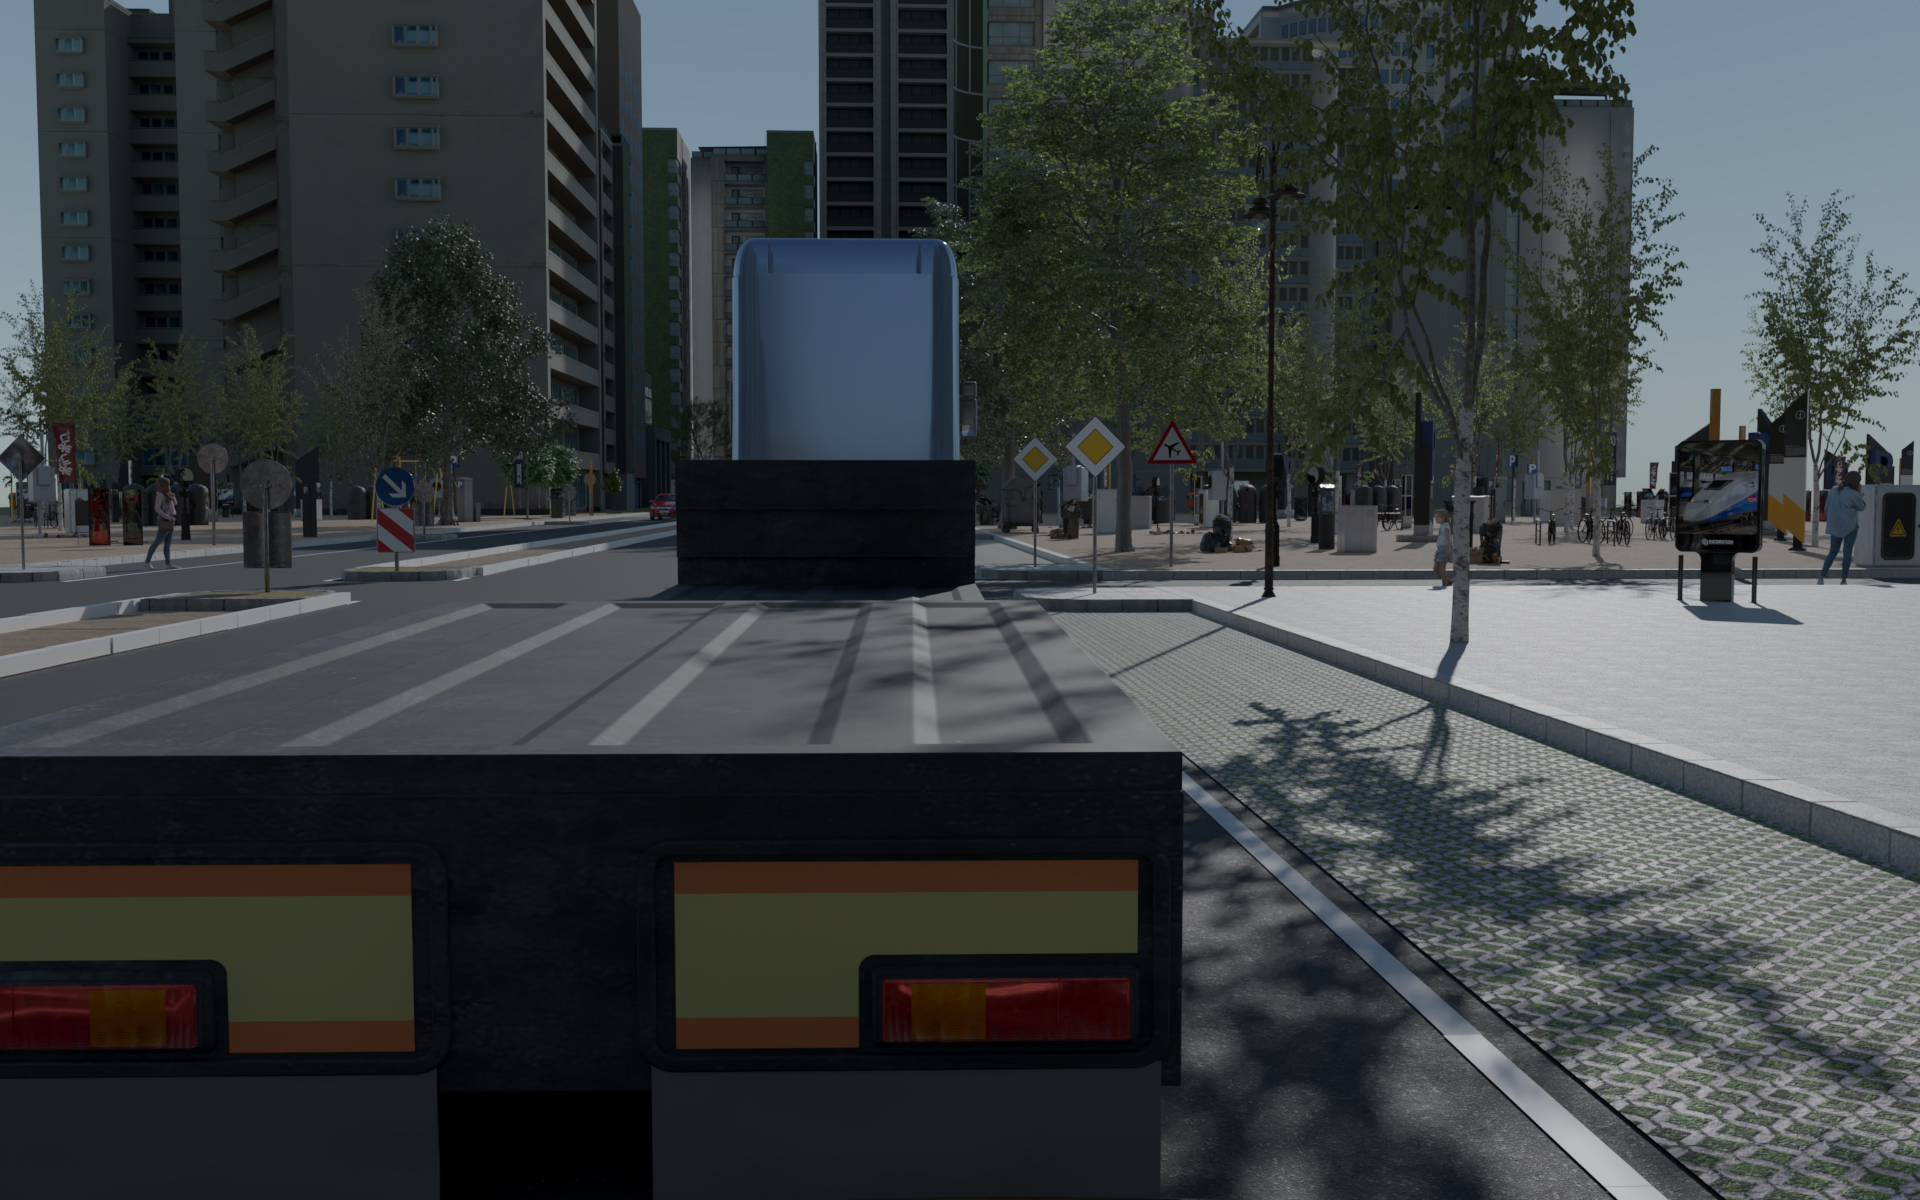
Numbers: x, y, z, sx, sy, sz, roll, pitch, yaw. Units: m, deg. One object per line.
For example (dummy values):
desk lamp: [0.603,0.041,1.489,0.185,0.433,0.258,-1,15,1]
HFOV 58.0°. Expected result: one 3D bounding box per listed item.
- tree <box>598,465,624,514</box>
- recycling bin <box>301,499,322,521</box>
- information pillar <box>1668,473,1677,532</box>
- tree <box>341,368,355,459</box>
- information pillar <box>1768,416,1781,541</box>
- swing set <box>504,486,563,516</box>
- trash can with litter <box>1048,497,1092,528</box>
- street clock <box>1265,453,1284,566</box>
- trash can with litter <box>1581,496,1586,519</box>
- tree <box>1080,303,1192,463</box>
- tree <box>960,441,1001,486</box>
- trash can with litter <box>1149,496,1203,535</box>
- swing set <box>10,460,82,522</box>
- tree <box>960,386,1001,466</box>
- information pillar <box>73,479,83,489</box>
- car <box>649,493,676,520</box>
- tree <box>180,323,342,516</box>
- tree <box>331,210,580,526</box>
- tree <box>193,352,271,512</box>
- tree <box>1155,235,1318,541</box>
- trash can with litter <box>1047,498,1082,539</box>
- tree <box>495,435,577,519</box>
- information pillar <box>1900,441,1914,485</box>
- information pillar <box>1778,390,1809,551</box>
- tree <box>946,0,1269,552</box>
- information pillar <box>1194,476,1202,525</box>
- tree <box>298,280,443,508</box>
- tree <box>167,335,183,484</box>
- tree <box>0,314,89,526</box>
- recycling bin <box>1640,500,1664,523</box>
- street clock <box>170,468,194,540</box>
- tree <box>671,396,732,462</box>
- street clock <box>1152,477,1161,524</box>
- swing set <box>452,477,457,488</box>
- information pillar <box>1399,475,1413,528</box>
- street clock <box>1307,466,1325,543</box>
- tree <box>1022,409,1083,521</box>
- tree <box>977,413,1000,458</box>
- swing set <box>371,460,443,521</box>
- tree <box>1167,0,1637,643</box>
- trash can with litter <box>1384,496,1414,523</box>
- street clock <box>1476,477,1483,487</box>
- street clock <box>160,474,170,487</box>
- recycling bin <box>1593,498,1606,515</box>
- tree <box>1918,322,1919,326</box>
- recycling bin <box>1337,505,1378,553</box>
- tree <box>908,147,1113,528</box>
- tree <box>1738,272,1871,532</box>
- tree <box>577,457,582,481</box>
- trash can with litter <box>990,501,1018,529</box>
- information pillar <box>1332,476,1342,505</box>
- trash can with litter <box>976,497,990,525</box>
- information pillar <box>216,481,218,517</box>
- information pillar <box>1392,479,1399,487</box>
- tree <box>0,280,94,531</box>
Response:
tree: [-22.726,-7.294,113.852,1.663,3.219,1.824,0,3,0]
recycling bin: [-30.984,-4.293,82.738,0.722,1.027,0.722,1,4,9]
information pillar: [24.465,-3.355,59.339,0.304,2.012,0.304,2,4,33]
tree: [-36.853,-9.232,101.312,4.737,8.622,4.395,0,3,0]
information pillar: [22.459,-3.434,47.494,0.504,3.616,0.183,2,4,26]
swing set: [-25.085,-6.342,101.308,3.119,2.851,2.862,0,4,-2]
trash can with litter: [4.390,-3.313,65.224,2.233,1.210,1.678,2,4,35]
street clock: [5.576,-1.601,30.748,0.358,2.002,0.471,0,4,-2]
trash can with litter: [31.847,-4.704,88.290,0.624,1.170,1.055,0,4,5]
tree: [9.134,-10.200,92.533,9.928,11.665,9.643,0,3,0]
tree: [0.508,-6.613,91.844,4.285,4.588,4.351,0,3,0]
trash can with litter: [6.987,-2.741,55.872,2.233,1.210,1.678,-1,4,-23]
swing set: [-42.265,-5.030,79.866,3.119,2.851,2.862,-2,4,-28]
tree: [1.019,-9.154,100.036,4.737,8.622,4.395,0,3,0]
information pillar: [-42.223,-4.798,82.937,0.304,2.012,0.304,0,4,7]
car: [-16.089,-5.325,96.097,2.155,1.783,4.494,0,4,-1]
tree: [-29.852,-7.578,74.259,4.737,8.622,4.395,0,3,0]
tree: [-20.862,-9.383,70.415,9.611,12.733,9.660,0,3,0]
tree: [-37.020,-8.488,89.138,4.360,8.622,3.978,0,3,0]
tree: [7.458,-5.964,47.874,4.360,8.622,3.978,0,3,0]
trash can with litter: [2.951,-2.327,49.426,1.055,1.170,0.624,3,5,41]
tree: [-22.259,-6.437,88.967,4.285,4.588,4.351,0,3,0]
information pillar: [41.286,-5.147,75.501,0.504,3.616,0.183,1,4,18]
information pillar: [18.919,-2.926,39.197,0.504,3.616,0.183,3,5,44]
tree: [3.252,-7.341,38.153,7.486,12.596,7.792,0,3,0]
information pillar: [9.752,-4.064,70.933,0.304,2.012,0.304,1,4,14]
tree: [-20.162,-6.676,59.514,4.360,8.622,3.978,0,3,0]
tree: [-35.326,-7.818,78.188,4.737,8.622,4.395,0,3,0]
tree: [-37.544,-7.334,70.277,4.360,8.622,3.978,0,3,0]
recycling bin: [30.463,-3.894,76.218,0.722,1.027,0.722,-3,4,-39]
street clock: [-21.569,-2.669,48.201,0.358,2.002,0.471,3,4,36]
tree: [-27.053,-15.660,181.793,9.928,11.665,9.643,0,3,0]
street clock: [8.346,-4.226,73.671,0.358,2.002,0.471,2,4,27]
swing set: [-30.855,-6.427,102.699,2.862,2.851,3.119,0,4,2]
information pillar: [16.894,-3.730,65.483,0.304,2.012,0.304,-1,4,-15]
street clock: [9.267,-2.479,45.099,0.358,2.002,0.471,-2,4,-27]
tree: [4.510,-8.115,83.042,4.360,8.622,3.978,0,3,0]
tree: [-0.845,-10.675,108.953,8.767,10.594,7.601,-2,4,-31]
swing set: [-25.800,-5.079,80.666,3.119,2.851,2.862,-2,4,-30]
tree: [4.170,-3.950,14.939,4.737,8.622,4.395,0,3,0]
trash can with litter: [19.821,-4.085,77.844,2.233,1.210,1.678,1,4,22]
street clock: [22.554,-4.335,75.446,0.358,2.002,0.471,-1,4,-18]
street clock: [-28.410,-3.511,61.971,0.358,2.002,0.471,-3,5,-41]
recycling bin: [38.651,-5.631,104.627,0.722,1.027,0.722,1,4,22]
tree: [21.154,-5.101,33.759,4.360,8.622,3.978,0,3,0]
recycling bin: [8.773,-1.573,38.267,0.722,1.027,0.722,0,4,-3]
tree: [1.789,-9.659,64.584,9.857,13.997,8.962,0,3,0]
tree: [28.202,-6.608,58.400,4.360,8.622,3.978,0,3,0]
tree: [-22.779,-6.909,96.674,4.285,4.588,4.351,0,3,0]
trash can with litter: [1.713,-3.155,62.967,0.624,1.170,1.055,-2,4,-27]
information pillar: [15.344,-4.040,70.545,0.304,2.012,0.304,2,4,31]
trash can with litter: [1.119,-3.684,71.613,0.624,1.170,1.055,2,4,34]
information pillar: [-40.428,-5.462,93.798,0.304,2.012,0.304,0,4,8]
information pillar: [21.933,-5.052,87.099,0.304,2.012,0.304,-1,4,-13]
tree: [-31.195,-6.724,60.295,4.737,8.622,4.395,0,3,0]
